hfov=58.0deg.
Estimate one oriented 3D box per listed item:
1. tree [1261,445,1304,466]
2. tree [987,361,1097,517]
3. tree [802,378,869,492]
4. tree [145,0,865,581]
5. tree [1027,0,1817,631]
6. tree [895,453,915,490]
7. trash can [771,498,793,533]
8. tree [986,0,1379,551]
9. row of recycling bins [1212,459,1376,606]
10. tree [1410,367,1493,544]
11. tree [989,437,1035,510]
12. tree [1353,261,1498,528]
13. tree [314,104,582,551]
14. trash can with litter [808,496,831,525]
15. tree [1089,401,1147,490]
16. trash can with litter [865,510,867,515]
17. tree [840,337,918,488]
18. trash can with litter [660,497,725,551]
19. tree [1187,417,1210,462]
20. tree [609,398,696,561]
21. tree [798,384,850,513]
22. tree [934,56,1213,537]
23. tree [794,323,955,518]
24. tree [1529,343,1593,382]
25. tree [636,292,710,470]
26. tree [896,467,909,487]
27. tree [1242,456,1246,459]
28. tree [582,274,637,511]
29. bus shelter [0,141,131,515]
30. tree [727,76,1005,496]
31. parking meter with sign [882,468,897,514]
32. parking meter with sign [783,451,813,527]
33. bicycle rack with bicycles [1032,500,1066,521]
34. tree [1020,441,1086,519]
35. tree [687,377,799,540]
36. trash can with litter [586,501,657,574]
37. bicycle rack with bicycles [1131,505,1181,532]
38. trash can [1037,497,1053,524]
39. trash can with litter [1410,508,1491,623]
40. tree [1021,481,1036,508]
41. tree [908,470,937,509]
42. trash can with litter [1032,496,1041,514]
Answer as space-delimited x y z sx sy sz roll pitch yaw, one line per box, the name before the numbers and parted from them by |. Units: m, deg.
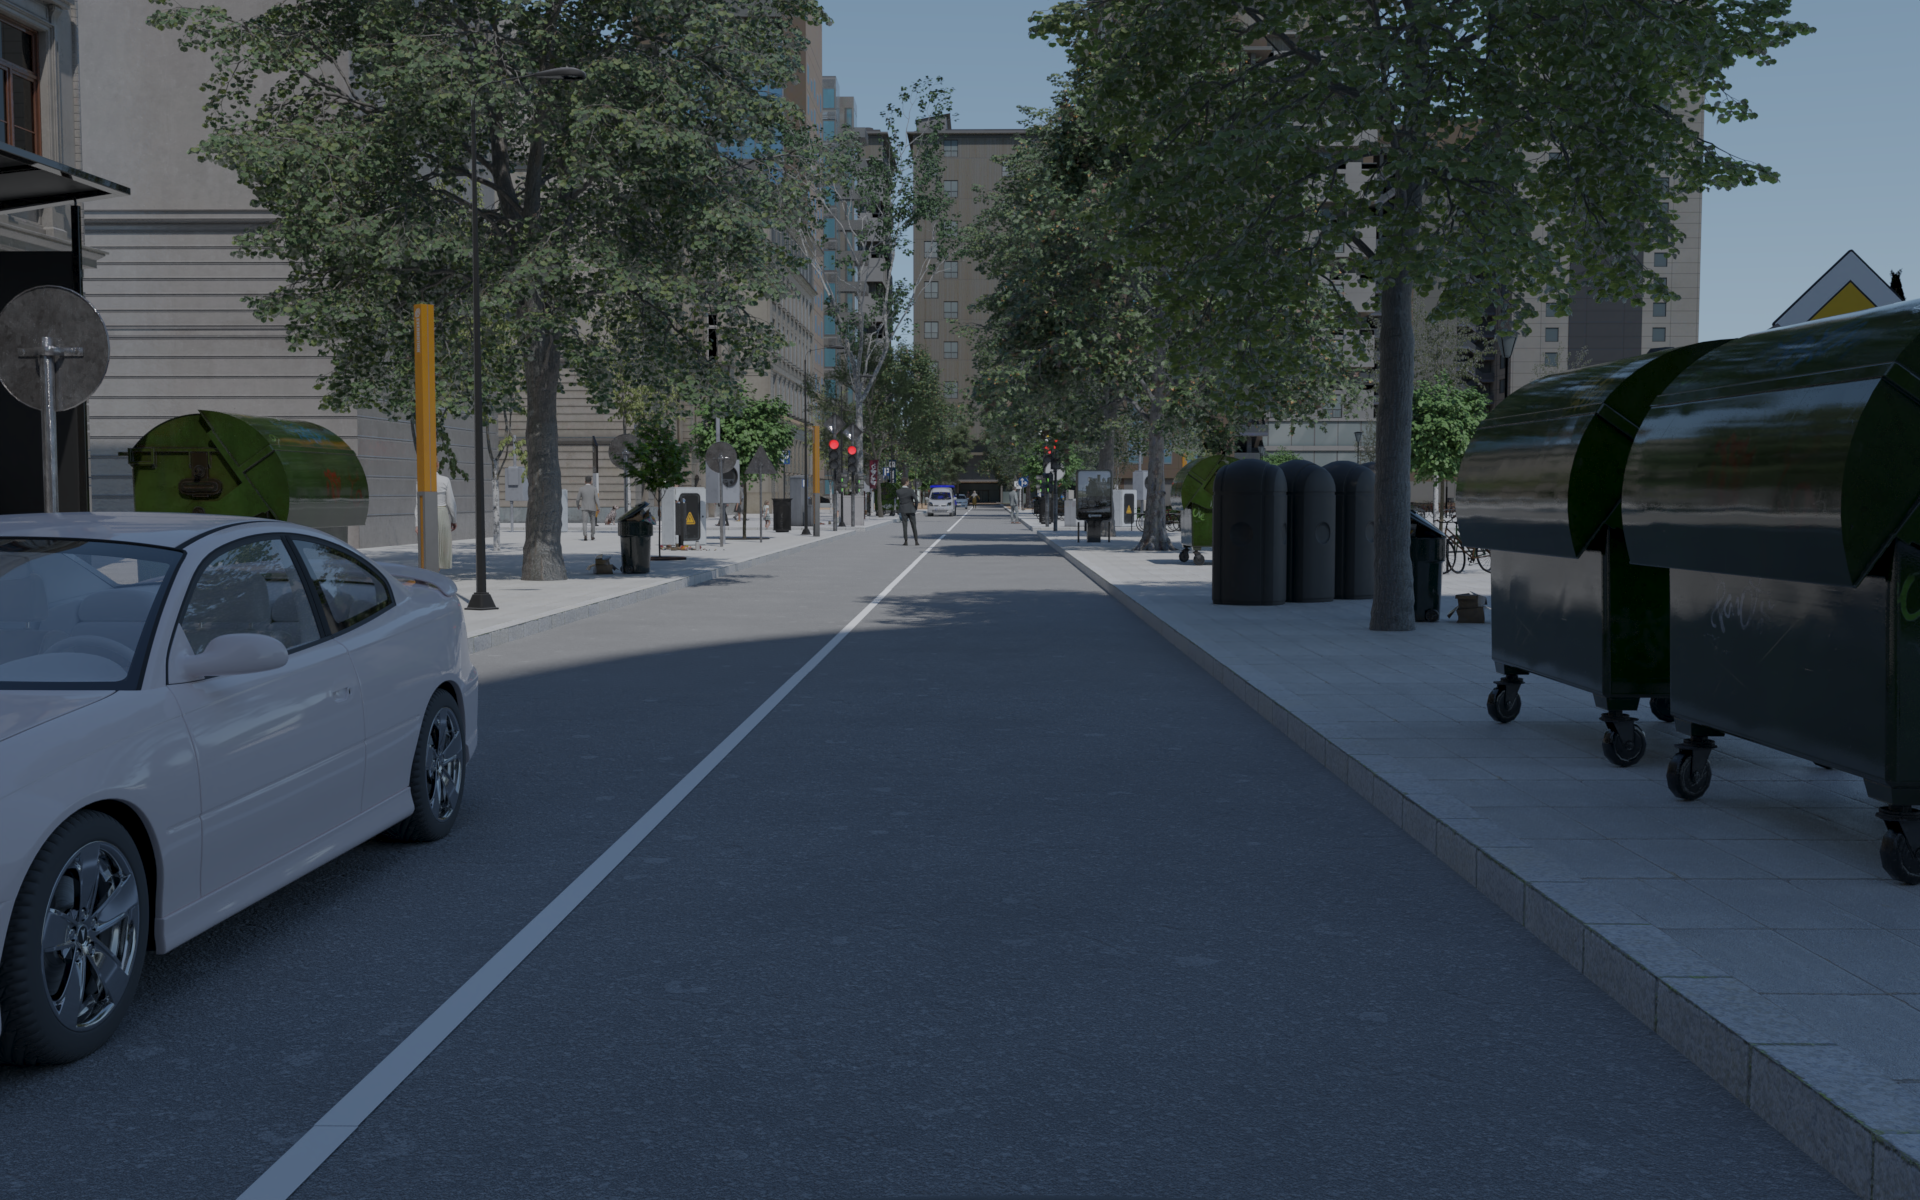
tree | 21.470 -8.054 115.394 4.285 4.588 4.351 0 3 0
tree | 5.078 -10.453 96.656 9.928 11.665 9.643 0 3 0
tree | -7.892 -9.703 109.000 4.360 8.622 3.978 0 3 0
tree | -6.321 -7.265 25.431 9.857 13.997 8.962 0 3 0
tree | 4.344 -5.965 15.661 7.486 12.596 7.792 0 3 0
tree | -4.802 -11.864 144.331 4.737 8.622 4.395 0 3 0
trash can | -5.954 -2.833 57.971 0.748 1.137 0.748 0 3 0
tree | 4.560 -7.467 39.098 9.611 12.733 9.660 0 3 0
row of recycling bins | 4.372 -0.858 21.147 1.069 1.692 3.534 3 5 45
tree | 12.532 -3.741 44.873 4.285 4.588 4.351 0 3 0
tree | 4.745 -11.754 142.540 4.360 8.622 3.978 0 3 0
tree | 14.507 -6.307 53.478 4.360 8.622 3.978 0 3 0
tree | -10.230 -5.085 33.509 4.737 8.622 4.395 0 3 0
trash can with litter | -6.029 -3.751 72.382 2.233 1.210 1.678 -2 4 -27
tree | 12.709 -11.442 137.435 4.360 8.622 3.978 0 3 0
trash can with litter | -6.036 -5.802 106.243 1.055 1.170 0.624 0 4 -5
tree | -4.031 -12.821 126.630 9.611 12.733 9.660 0 3 0
trash can with litter | -6.388 -1.770 40.005 1.678 1.210 2.233 -1 4 -16
tree | 18.935 -11.420 137.081 4.737 8.622 4.395 0 3 0
tree | -5.982 -2.388 33.647 1.663 3.219 1.824 0 3 0
tree | -8.613 -10.073 115.060 4.737 8.622 4.395 0 3 0
tree | 4.474 -8.875 51.769 9.857 13.997 8.962 0 3 0
tree | -4.588 -9.787 94.424 7.601 10.594 8.767 2 4 34
tree | 29.520 -8.208 84.571 4.360 8.622 3.978 0 3 0
tree | -10.334 -6.400 54.997 4.737 8.622 4.395 0 3 0
tree | -4.284 -7.571 118.388 1.663 3.219 1.824 0 3 0
tree | 14.564 -5.765 88.861 1.663 3.219 1.824 0 3 0
tree | -10.528 -5.400 38.651 4.737 8.622 4.395 0 3 0
bus shelter | -7.268 -1.167 10.358 1.731 3.624 6.357 0 4 1
tree | -3.110 -13.545 77.353 12.611 20.169 13.585 0 3 0
parking meter with sign | -4.512 -7.237 114.581 0.543 3.016 1.738 1 4 18
parking meter with sign | -6.392 -4.429 68.668 1.738 3.016 0.543 3 5 41
bicycle rack with bicycles | 4.892 -4.234 82.605 2.925 0.926 2.852 2 4 30
tree | 4.770 -6.428 88.808 4.285 4.588 4.351 0 3 0
tree | -6.149 -3.985 48.875 4.285 4.588 4.351 0 3 0
trash can with litter | -5.439 -1.004 27.806 1.055 1.170 0.624 -1 4 -23
bicycle rack with bicycles | 7.185 -2.823 59.546 2.925 0.926 2.852 -1 4 -9
trash can | 3.664 -3.791 73.634 0.748 1.137 0.748 0 3 0
trash can with litter | 4.871 -0.372 17.472 1.055 1.170 0.624 1 4 17
tree | 6.411 -10.669 169.038 1.663 3.219 1.824 0 3 0
tree | -3.400 -10.429 154.229 4.285 4.588 4.351 0 3 0
trash can with litter | 4.892 -6.078 110.762 0.624 1.170 1.055 0 4 5
